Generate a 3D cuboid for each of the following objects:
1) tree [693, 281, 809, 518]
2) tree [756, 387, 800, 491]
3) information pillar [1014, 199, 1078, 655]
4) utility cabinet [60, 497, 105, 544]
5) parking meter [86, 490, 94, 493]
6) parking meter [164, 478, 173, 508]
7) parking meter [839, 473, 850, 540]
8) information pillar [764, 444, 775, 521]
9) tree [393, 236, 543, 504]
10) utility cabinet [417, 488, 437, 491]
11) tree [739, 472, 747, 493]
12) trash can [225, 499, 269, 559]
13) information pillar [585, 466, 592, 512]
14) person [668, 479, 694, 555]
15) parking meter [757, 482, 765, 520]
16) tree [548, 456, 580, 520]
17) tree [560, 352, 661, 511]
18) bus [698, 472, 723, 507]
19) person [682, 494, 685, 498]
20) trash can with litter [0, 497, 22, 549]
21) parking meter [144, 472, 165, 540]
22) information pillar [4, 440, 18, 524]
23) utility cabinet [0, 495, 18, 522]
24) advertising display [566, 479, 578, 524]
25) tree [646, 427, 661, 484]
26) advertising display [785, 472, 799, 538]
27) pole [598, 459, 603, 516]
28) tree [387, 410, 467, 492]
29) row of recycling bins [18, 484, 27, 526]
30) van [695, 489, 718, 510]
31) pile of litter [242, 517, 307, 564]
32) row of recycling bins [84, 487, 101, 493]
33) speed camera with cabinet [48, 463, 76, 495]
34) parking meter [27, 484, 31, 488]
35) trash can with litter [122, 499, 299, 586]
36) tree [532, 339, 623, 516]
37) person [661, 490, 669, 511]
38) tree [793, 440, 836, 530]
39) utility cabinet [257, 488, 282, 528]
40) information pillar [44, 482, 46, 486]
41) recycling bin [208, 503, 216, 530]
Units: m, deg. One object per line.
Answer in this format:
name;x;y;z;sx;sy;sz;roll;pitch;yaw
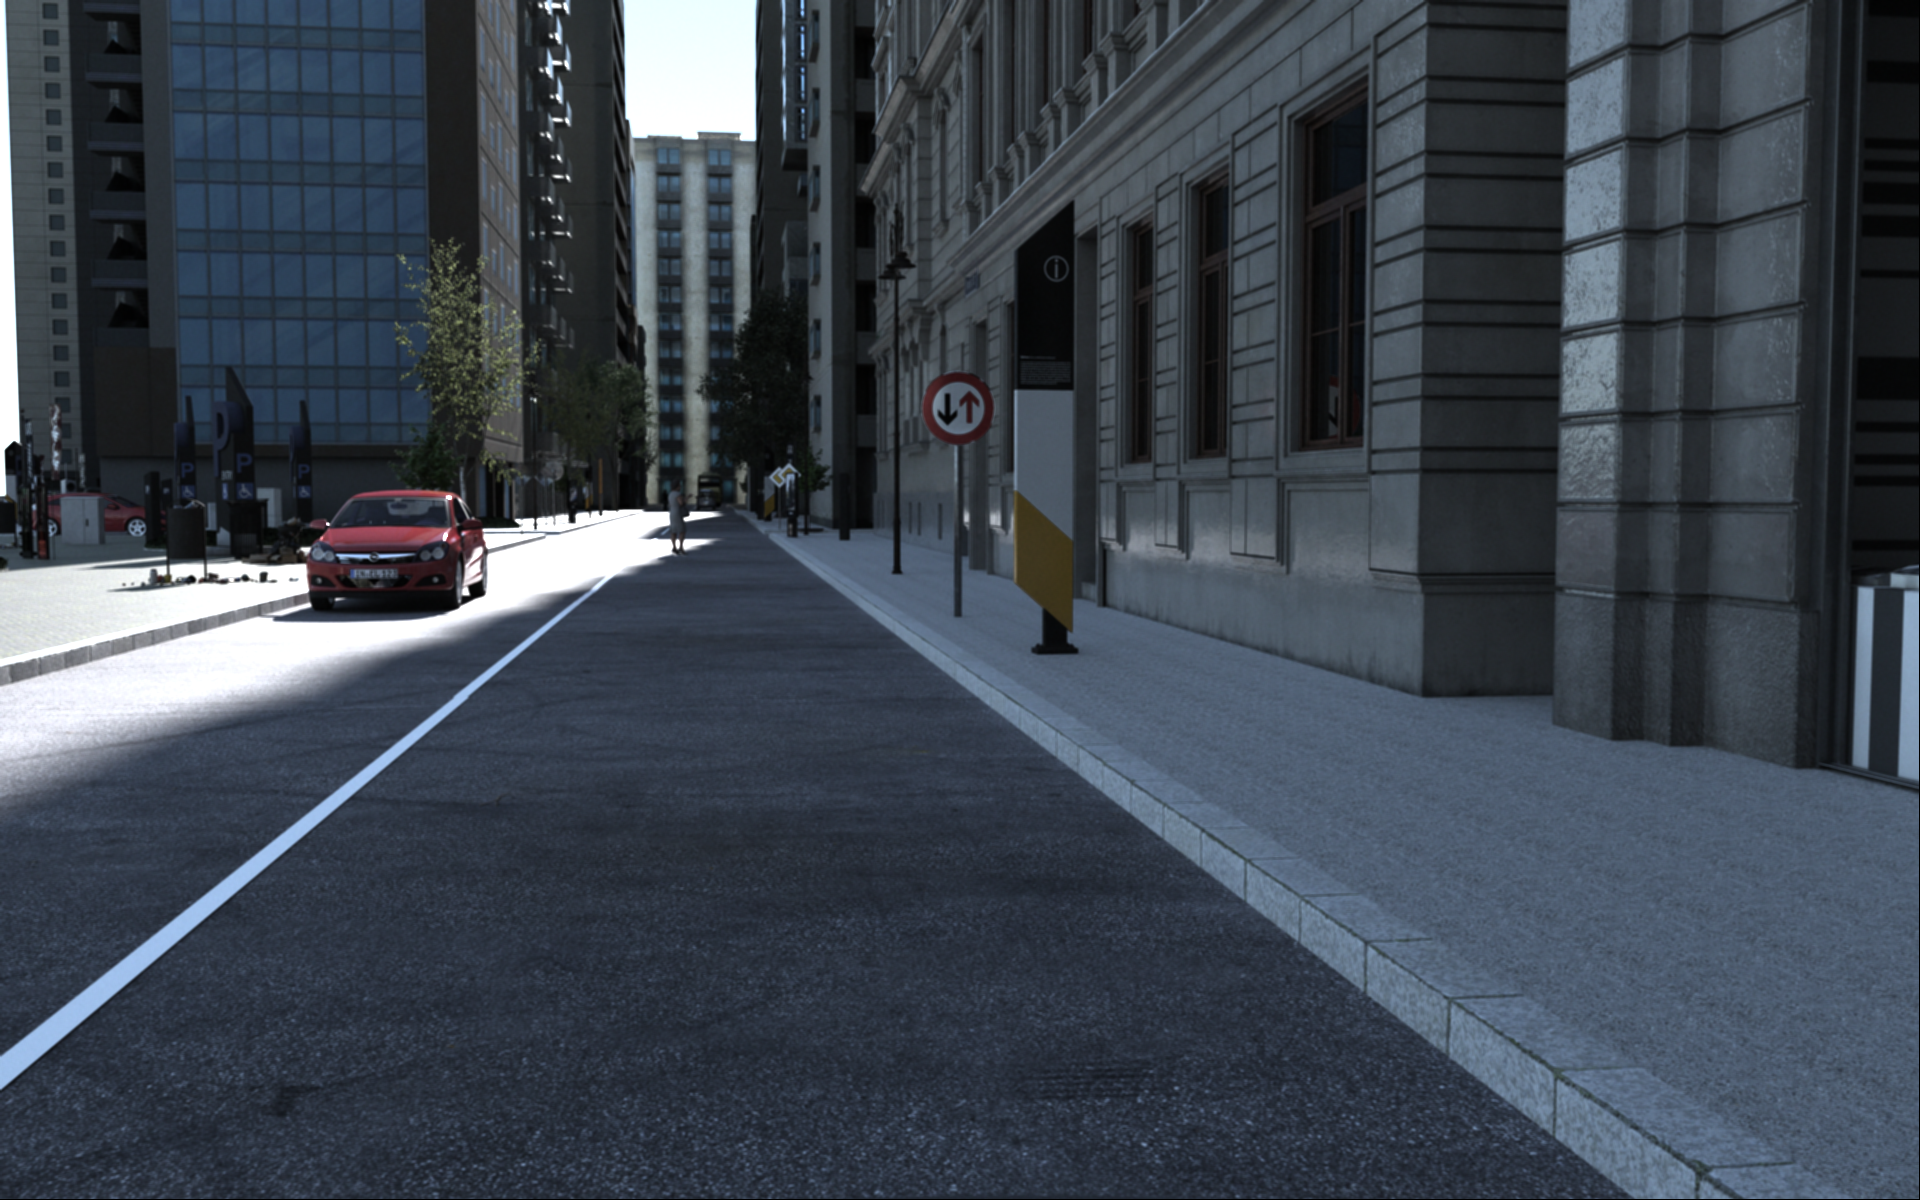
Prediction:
tree;-9.529;-10.785;93.338;9.611;12.733;9.660;0;3;0
tree;-10.904;-9.290;102.251;4.360;8.622;3.978;0;3;0
information pillar;0.684;-1.375;13.831;0.504;3.616;0.183;-1;4;-13
utility cabinet;-22.572;-2.043;44.557;1.020;1.237;0.306;0;4;3
parking meter;-48.869;-5.439;97.346;0.372;1.533;0.369;0;3;0
parking meter;-29.478;-3.587;64.350;0.399;1.863;0.255;-1;4;-18
parking meter;-3.213;-2.598;48.194;0.255;1.863;0.399;0;4;4
information pillar;-8.960;-5.499;81.262;0.504;3.616;0.183;-1;4;-14
tree;-14.184;-6.066;49.534;4.360;8.622;3.978;0;3;0
utility cabinet;-19.067;-3.275;62.218;1.173;1.500;0.318;2;4;33
tree;-17.908;-9.243;145.720;1.663;3.219;1.824;0;3;0
trash can;-14.079;-1.377;34.164;0.748;1.137;0.748;0;3;0
information pillar;-26.275;-8.019;122.458;0.504;3.616;0.183;-1;4;-22
person;-6.583;-1.968;41.030;0.532;1.782;0.716;-3;4;-38
parking meter;-9.861;-4.902;85.860;0.255;1.863;0.399;2;4;34
tree;-19.880;-5.663;87.188;1.663;3.219;1.824;0;3;0
tree;-25.683;-12.360;127.848;9.928;11.665;9.643;0;3;0
bus;-27.866;-12.324;193.045;2.896;3.916;12.252;0;4;-8
person;-22.514;-7.835;139.790;0.799;1.438;0.628;0;4;0
trash can with litter;-23.007;-1.821;40.831;1.678;1.210;2.233;3;5;41
parking meter;-20.990;-2.405;45.025;0.399;1.863;0.255;3;5;39
information pillar;-41.304;-5.139;75.383;0.504;3.616;0.183;0;4;6
utility cabinet;-43.179;-4.131;78.703;0.306;1.237;1.020;1;4;23
advertising display;-16.967;-4.315;75.770;0.123;1.923;0.974;1;4;8
tree;-34.705;-14.644;189.786;4.360;8.622;3.978;0;3;0
advertising display;-4.979;-2.824;51.378;0.123;1.923;0.974;-1;4;-22
pole;-20.693;-6.474;99.692;0.158;3.312;0.155;0;3;0
tree;-12.183;-2.780;40.051;1.663;3.219;1.824;0;3;0
row of recycling bins;-38.202;-3.932;71.403;1.069;1.692;3.534;-2;4;-25
van;-22.757;-9.072;155.337;2.013;2.044;4.112;0;4;-7
pile of litter;-12.615;-1.111;32.135;1.176;0.858;1.719;-3;5;-42
row of recycling bins;-54.474;-6.228;108.943;1.069;1.692;3.534;-1;4;-19
speed camera with cabinet;-56.736;-7.008;108.918;0.660;3.252;2.038;2;4;32
parking meter;-35.817;-3.744;66.927;0.399;1.863;0.255;0;4;-7
trash can with litter;-10.787;-0.855;25.040;2.233;1.210;1.678;-1;4;-14
tree;-18.463;-8.115;83.048;4.737;8.622;4.395;0;3;0
person;-25.615;-8.698;150.721;0.705;1.822;1.348;2;4;34
tree;-5.351;-4.103;61.682;1.663;3.219;1.824;0;3;0
utility cabinet;-25.686;-3.412;64.459;1.173;1.500;0.318;3;4;38
information pillar;-53.634;-5.919;101.268;0.304;2.012;0.304;0;4;1
recycling bin;-21.486;-2.315;50.408;0.722;1.027;0.722;-2;4;-23
